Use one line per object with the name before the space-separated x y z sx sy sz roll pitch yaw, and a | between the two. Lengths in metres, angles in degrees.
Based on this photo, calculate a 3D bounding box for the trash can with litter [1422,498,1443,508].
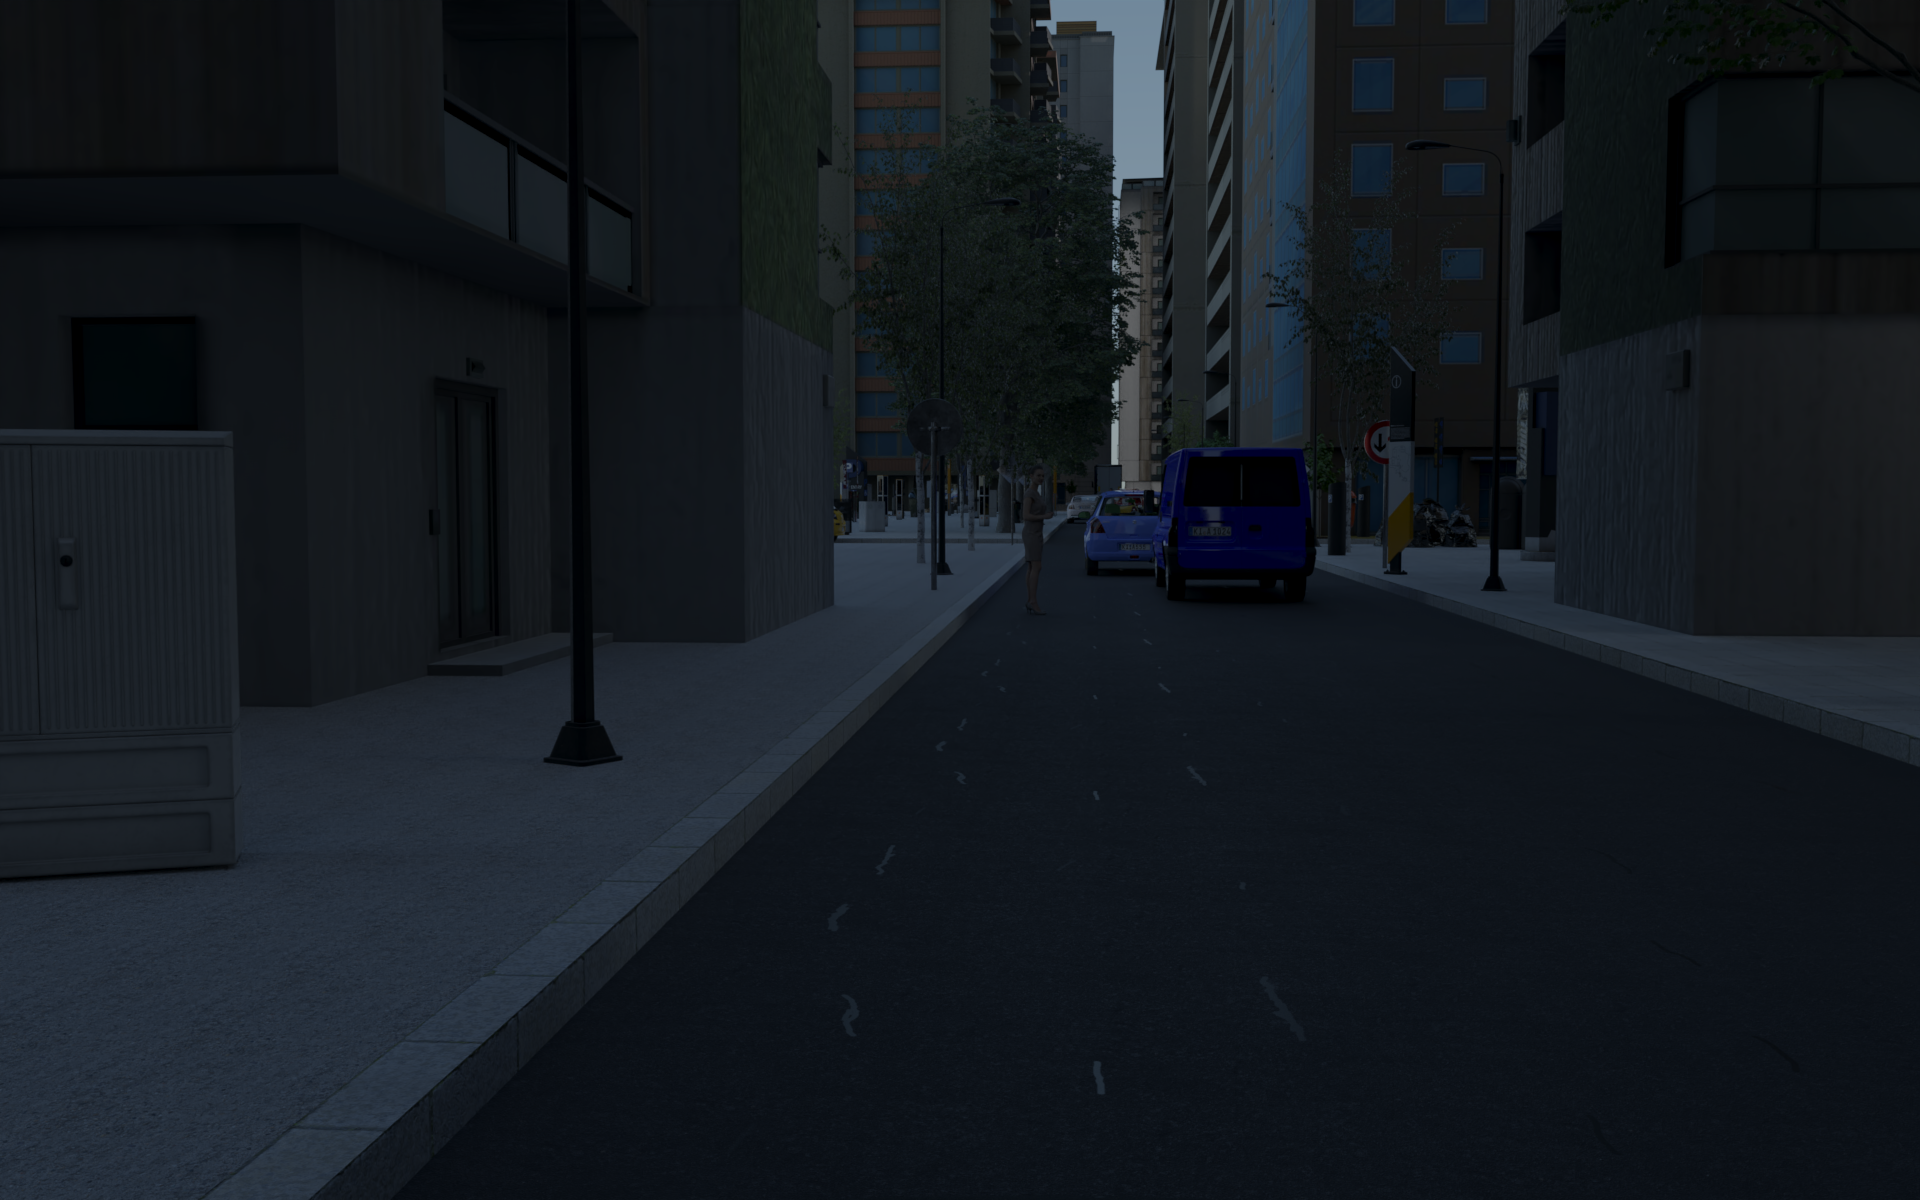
trash can with litter | 13.793 -2.364 50.031 1.055 1.170 0.624 -2 4 -24

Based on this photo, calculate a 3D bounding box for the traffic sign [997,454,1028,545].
traffic sign | 1.311 -2.425 43.290 0.795 2.450 0.064 0 4 4

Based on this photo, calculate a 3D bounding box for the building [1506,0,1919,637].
building | 14.162 -15.250 21.037 14.160 30.474 14.107 0 4 4

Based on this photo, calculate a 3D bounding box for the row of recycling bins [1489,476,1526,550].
row of recycling bins | 13.638 -1.965 39.239 1.069 1.692 3.534 -3 5 -43

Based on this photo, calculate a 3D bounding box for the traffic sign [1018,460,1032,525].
traffic sign | 1.924 -2.912 51.252 0.795 2.450 0.064 0 4 4

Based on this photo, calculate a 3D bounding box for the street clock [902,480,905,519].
street clock | -2.986 -5.209 89.733 0.358 2.002 0.471 0 4 3

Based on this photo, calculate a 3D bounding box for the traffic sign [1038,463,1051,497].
traffic sign | 3.322 -4.314 70.643 0.768 2.556 0.104 1 4 9

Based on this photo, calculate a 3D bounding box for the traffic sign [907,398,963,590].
traffic sign | -0.349 -1.407 23.106 0.768 2.556 0.104 1 4 13

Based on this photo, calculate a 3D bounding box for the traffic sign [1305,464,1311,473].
traffic sign | 8.234 -2.391 42.739 0.795 2.450 0.064 0 4 4

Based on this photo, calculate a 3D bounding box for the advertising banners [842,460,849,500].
advertising banners | -5.624 -5.694 89.286 0.090 3.025 2.074 1 4 22

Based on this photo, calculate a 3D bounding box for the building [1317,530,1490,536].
building | 18.204 -24.920 57.552 14.200 45.320 14.600 0 4 4

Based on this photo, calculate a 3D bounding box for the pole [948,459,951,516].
pole | -0.627 -6.611 101.926 0.158 3.312 0.155 0 3 0

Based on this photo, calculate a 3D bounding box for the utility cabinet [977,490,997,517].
utility cabinet | 1.480 -5.295 95.252 1.173 1.500 0.318 -3 5 -41

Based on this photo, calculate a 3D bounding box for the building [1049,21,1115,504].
building | 5.274 -41.505 220.602 28.212 58.520 21.231 0 4 4

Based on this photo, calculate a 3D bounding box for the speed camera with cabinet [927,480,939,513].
speed camera with cabinet | -1.761 -7.428 115.787 0.660 3.252 2.038 1 4 10

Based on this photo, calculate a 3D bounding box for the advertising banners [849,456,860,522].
advertising banners | -4.778 -5.078 79.207 0.090 3.025 2.074 0 4 3

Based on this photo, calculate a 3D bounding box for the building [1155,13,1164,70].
building | 35.610 -36.422 184.740 28.713 52.752 27.495 0 4 4

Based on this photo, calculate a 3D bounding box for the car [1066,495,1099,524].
car | 6.240 -4.466 85.380 2.083 1.381 4.827 0 4 6

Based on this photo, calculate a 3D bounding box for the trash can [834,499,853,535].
trash can | -3.693 -2.606 54.265 0.748 1.137 0.748 0 3 0

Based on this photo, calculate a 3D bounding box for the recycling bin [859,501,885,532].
recycling bin | -2.994 -2.840 58.984 0.722 1.027 0.722 -1 4 -21

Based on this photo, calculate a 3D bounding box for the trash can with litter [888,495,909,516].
trash can with litter | -3.980 -5.519 101.298 2.233 1.210 1.678 3 5 41

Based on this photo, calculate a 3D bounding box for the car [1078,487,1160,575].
car | 3.137 -1.357 31.785 1.945 1.707 3.694 0 4 3

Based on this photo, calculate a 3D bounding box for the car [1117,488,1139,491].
car | 11.366 -6.637 117.192 2.281 1.827 5.304 0 4 4

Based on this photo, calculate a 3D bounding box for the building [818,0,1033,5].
building | -3.730 -29.747 140.986 22.147 44.769 28.867 0 4 4

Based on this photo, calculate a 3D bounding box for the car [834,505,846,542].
car | -5.254 -2.381 49.149 3.980 1.641 2.015 0 4 5

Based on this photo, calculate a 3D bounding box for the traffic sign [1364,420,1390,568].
traffic sign | 7.346 -1.821 29.875 0.768 2.556 0.104 1 4 9

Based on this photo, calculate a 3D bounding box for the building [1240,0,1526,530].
building | 19.717 -25.928 74.037 14.600 45.320 14.200 0 4 4

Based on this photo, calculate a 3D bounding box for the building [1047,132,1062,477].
building | 4.331 -31.217 193.996 14.086 41.232 14.154 0 4 4

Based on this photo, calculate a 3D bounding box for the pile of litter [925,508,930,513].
pile of litter | -2.008 -6.468 119.722 1.176 0.858 1.719 3 5 43

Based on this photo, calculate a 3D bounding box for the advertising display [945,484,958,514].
advertising display | -0.565 -6.467 110.951 0.974 1.923 0.123 2 4 24

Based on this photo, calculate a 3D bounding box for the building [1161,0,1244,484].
building | 27.121 -31.367 136.556 21.300 48.544 21.600 0 4 4

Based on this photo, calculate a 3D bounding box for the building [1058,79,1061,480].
building | -1.353 -31.523 170.022 22.147 44.769 28.867 0 4 4

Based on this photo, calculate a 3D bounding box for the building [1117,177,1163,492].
building | 26.888 -32.619 216.909 14.086 41.232 14.154 0 4 4

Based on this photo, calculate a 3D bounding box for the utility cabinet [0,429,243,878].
utility cabinet | -3.071 0.175 5.816 1.173 1.500 0.318 -1 4 -18

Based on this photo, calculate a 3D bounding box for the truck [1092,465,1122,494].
truck | 14.432 -11.061 169.766 2.839 4.237 11.283 0 4 3

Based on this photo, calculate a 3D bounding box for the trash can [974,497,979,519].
trash can | 0.842 -4.847 90.899 0.748 1.137 0.748 0 3 0

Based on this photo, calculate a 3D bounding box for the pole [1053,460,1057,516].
pole | 5.461 -6.458 99.430 0.158 3.312 0.155 0 3 0

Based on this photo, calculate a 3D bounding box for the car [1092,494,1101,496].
car | 10.868 -7.620 136.594 2.014 1.417 4.499 0 4 3

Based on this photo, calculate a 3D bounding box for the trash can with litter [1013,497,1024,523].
trash can with litter | 2.618 -3.945 75.891 1.055 1.170 0.624 -1 4 -14

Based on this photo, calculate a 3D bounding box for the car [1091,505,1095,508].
car | 6.108 -3.504 67.513 2.015 1.641 3.980 0 4 5

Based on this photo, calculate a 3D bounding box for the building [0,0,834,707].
building | -8.977 -20.117 12.505 14.154 41.232 14.086 0 4 4
